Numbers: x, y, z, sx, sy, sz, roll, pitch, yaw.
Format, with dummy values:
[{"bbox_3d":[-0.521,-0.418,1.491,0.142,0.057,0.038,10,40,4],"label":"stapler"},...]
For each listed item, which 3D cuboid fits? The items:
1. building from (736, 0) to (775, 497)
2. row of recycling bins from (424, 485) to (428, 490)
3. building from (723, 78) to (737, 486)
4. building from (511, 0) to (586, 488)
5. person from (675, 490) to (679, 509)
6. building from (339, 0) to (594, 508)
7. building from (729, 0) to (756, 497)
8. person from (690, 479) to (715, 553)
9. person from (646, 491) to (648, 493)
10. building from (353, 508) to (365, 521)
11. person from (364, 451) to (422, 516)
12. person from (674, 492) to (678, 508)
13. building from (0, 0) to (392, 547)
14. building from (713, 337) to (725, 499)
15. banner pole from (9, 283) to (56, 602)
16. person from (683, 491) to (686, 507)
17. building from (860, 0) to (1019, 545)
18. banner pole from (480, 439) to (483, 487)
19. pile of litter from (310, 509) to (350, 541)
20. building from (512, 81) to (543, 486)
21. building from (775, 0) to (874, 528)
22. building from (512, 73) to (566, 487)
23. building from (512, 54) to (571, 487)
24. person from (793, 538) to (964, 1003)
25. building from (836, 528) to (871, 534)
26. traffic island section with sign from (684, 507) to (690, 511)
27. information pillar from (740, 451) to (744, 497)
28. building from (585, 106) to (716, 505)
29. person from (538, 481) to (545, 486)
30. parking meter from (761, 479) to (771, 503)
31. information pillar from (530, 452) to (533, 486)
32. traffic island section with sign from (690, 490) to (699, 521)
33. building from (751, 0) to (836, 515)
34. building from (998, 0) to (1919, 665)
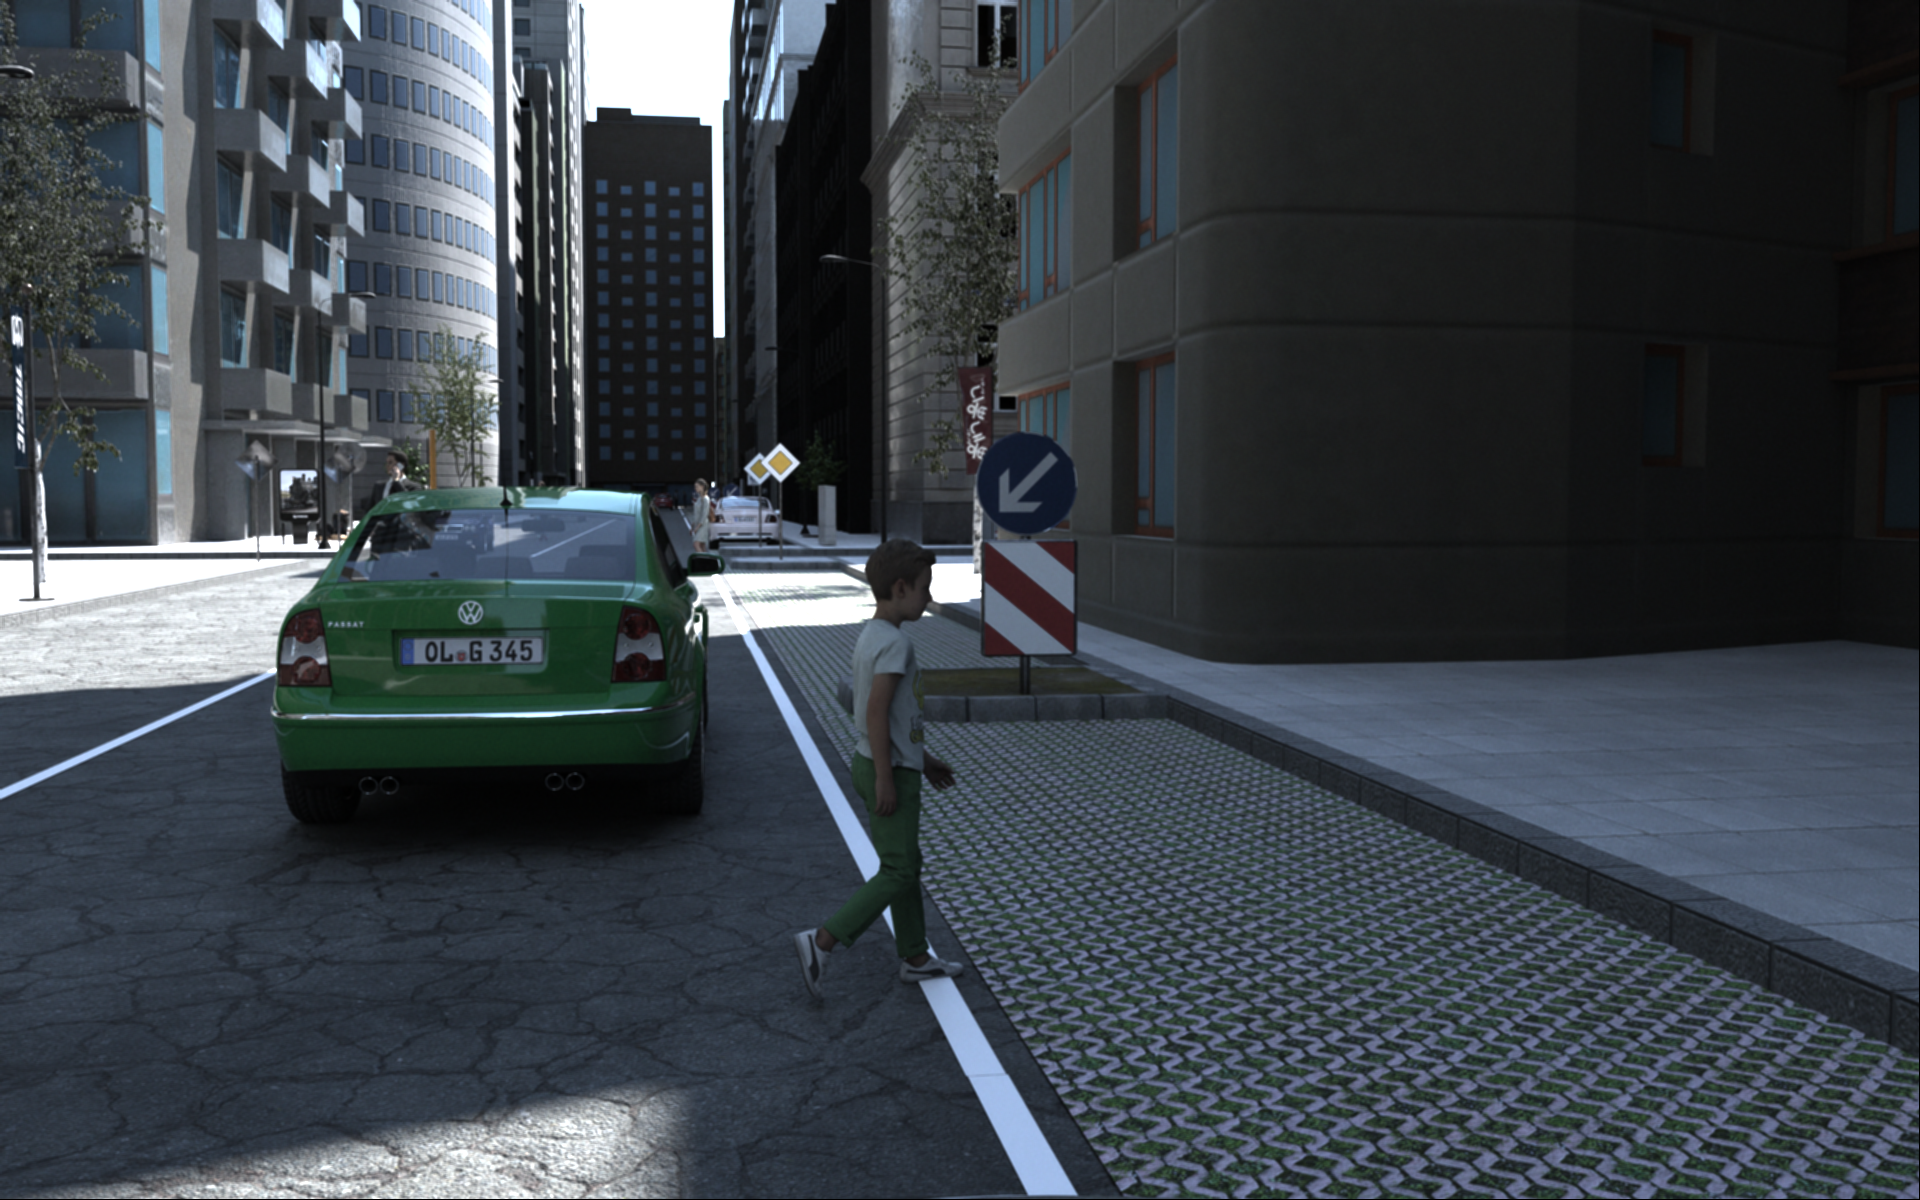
[{"bbox_3d":[-5.287,-31.489,134.457,23.786,49.044,30.456,-1,4,-9],"label":"building"},{"bbox_3d":[-24.620,-4.302,77.458,1.069,1.692,3.534,-3,5,-44],"label":"row of recycling bins"},{"bbox_3d":[-15.547,-29.750,170.012,14.154,41.232,14.086,-1,4,-9],"label":"building"},{"bbox_3d":[-49.248,-45.068,175.107,20.611,71.187,20.563,-1,4,-9],"label":"building"},{"bbox_3d":[-27.074,-9.610,165.605,0.705,1.826,1.348,0,4,-1],"label":"person"},{"bbox_3d":[-58.046,-40.566,205.259,28.212,58.520,21.231,-1,4,-9],"label":"building"},{"bbox_3d":[-13.420,-30.930,155.815,14.600,45.320,14.200,-1,4,-9],"label":"building"},{"bbox_3d":[-4.631,-1.317,31.029,0.522,1.701,0.512,-2,4,-30],"label":"person"},{"bbox_3d":[-26.096,-8.245,144.244,0.436,1.711,0.756,0,4,7],"label":"person"},{"bbox_3d":[-35.590,-33.569,90.860,21.231,58.520,28.212,-1,4,-9],"label":"building"},{"bbox_3d":[-6.175,-0.668,18.786,0.648,1.900,0.474,0,4,-8],"label":"person"},{"bbox_3d":[-29.042,-10.258,177.136,0.541,1.710,0.530,-2,4,-27],"label":"person"},{"bbox_3d":[-31.166,-26.444,51.976,23.786,49.044,30.456,-1,4,-9],"label":"building"},{"bbox_3d":[-15.893,-22.680,215.849,28.899,21.520,27.650,-1,4,-9],"label":"building"},{"bbox_3d":[-11.048,-1.863,20.476,0.401,3.779,0.863,-1,4,-11],"label":"banner pole"},{"bbox_3d":[-28.016,-10.201,176.210,0.530,1.710,0.541,1,4,18],"label":"person"},{"bbox_3d":[10.081,-15.469,50.186,25.104,27.353,12.463,-1,4,-9],"label":"building"},{"bbox_3d":[-21.816,-5.444,79.020,0.401,3.779,0.863,-1,4,-19],"label":"banner pole"},{"bbox_3d":[-17.107,-2.084,48.032,1.719,0.858,1.176,-1,4,-11],"label":"pile of litter"},{"bbox_3d":[-36.752,-21.284,119.690,14.160,30.474,14.107,-1,4,-9],"label":"building"},{"bbox_3d":[-1.818,-15.298,79.795,12.332,23.373,15.834,-1,4,-9],"label":"building"},{"bbox_3d":[-48.140,-27.211,136.781,32.217,40.220,23.993,-1,4,-9],"label":"building"},{"bbox_3d":[-43.122,-28.945,156.845,14.154,41.232,14.086,-1,4,-9],"label":"building"},{"bbox_3d":[-0.233,0.476,4.973,0.590,1.304,0.306,-2,4,-34],"label":"person"},{"bbox_3d":[1.208,-14.316,63.751,12.332,23.373,15.834,-1,4,-9],"label":"building"},{"bbox_3d":[-21.527,-8.182,142.399,1.989,1.847,2.006,-1,4,-9],"label":"traffic island section with sign"},{"bbox_3d":[-11.933,-6.332,94.875,0.183,3.616,0.504,1,4,10],"label":"information pillar"},{"bbox_3d":[-36.338,-33.901,204.387,14.200,45.320,14.600,-1,4,-9],"label":"building"},{"bbox_3d":[-12.903,-2.743,53.353,0.555,1.821,0.388,0,4,-4],"label":"person"},{"bbox_3d":[-7.687,-3.829,68.309,0.399,1.863,0.255,0,4,7],"label":"parking meter"},{"bbox_3d":[-23.690,-6.387,95.775,0.183,3.616,0.504,-2,4,-24],"label":"information pillar"},{"bbox_3d":[-13.339,-5.169,93.141,1.989,1.847,2.006,-1,4,-9],"label":"traffic island section with sign"},{"bbox_3d":[-5.932,-19.848,102.007,11.434,29.767,29.804,-1,4,-9],"label":"building"},{"bbox_3d":[16.476,-10.037,9.141,27.650,21.520,28.899,-1,4,-9],"label":"building"}]
